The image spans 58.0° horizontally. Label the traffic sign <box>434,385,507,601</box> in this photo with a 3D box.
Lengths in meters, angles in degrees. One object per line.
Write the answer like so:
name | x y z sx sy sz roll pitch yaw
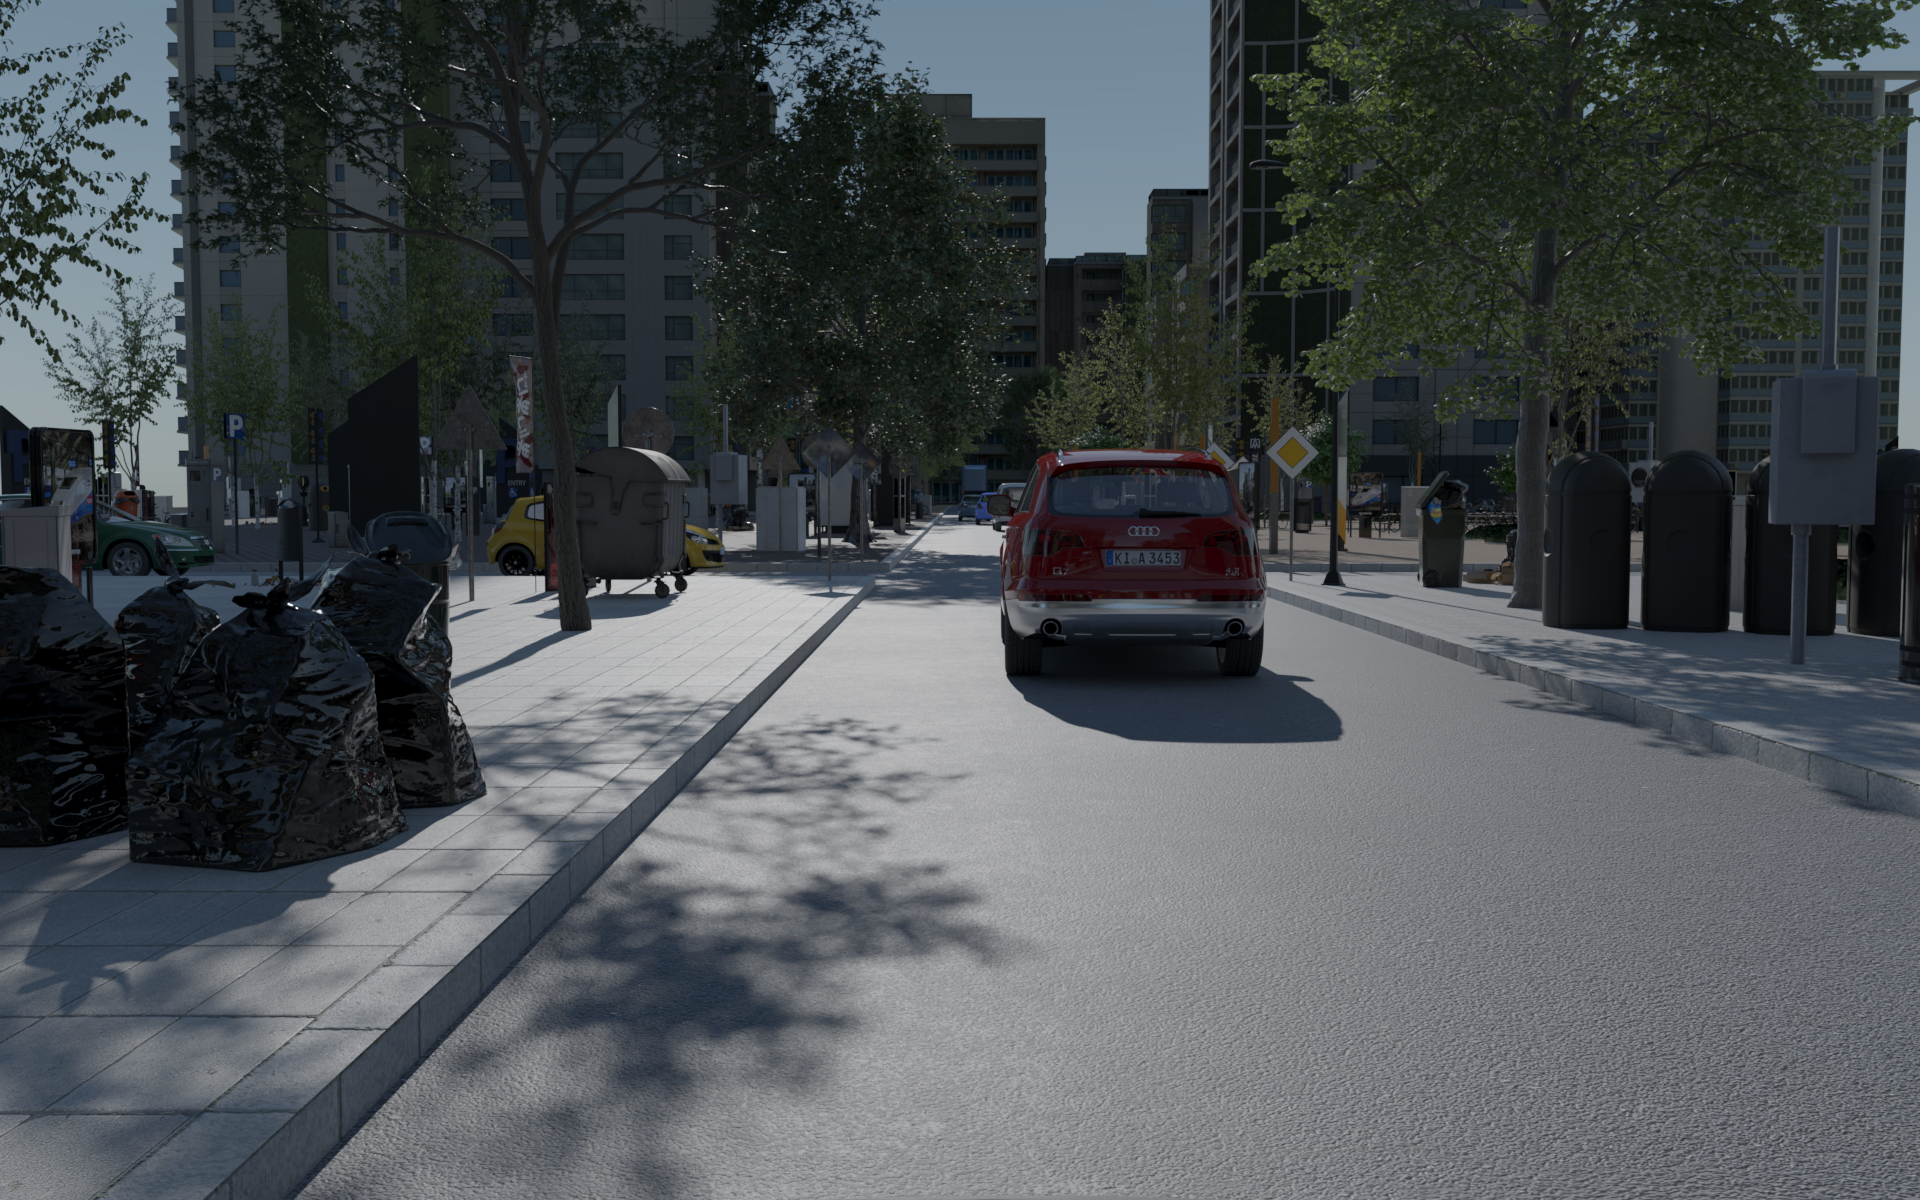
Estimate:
traffic sign | -5.870 -1.269 20.755 0.884 2.594 0.081 0 4 2

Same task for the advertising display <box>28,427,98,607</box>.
advertising display | -8.793 -0.722 17.018 0.123 1.923 0.974 0 4 2

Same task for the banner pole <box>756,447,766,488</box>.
banner pole | -9.353 -5.620 81.901 0.401 3.779 0.863 2 4 33

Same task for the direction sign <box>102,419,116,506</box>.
direction sign | -26.051 -3.734 53.056 0.379 3.537 0.876 0 4 -5

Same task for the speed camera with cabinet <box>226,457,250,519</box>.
speed camera with cabinet | -38.211 -5.952 91.658 0.660 3.252 2.038 -3 4 -39

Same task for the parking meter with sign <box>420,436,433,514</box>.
parking meter with sign | -16.548 -3.396 51.793 0.543 3.016 1.738 2 4 26

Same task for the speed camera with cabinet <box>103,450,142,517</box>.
speed camera with cabinet | -35.360 -4.811 72.996 0.660 3.252 2.038 0 4 7

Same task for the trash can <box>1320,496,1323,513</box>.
trash can | 21.708 -5.738 105.471 0.748 1.137 0.748 0 3 0

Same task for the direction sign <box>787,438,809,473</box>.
direction sign | -6.517 -4.753 69.708 0.876 3.537 0.379 0 4 -1

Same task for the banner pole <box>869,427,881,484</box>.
banner pole | -2.832 -3.960 54.758 0.863 3.779 0.401 -2 4 -35

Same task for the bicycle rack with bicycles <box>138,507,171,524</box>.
bicycle rack with bicycles | -23.990 -2.182 49.051 2.925 0.926 2.852 2 4 29

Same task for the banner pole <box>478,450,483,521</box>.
banner pole | -22.563 -5.595 81.492 0.401 3.779 0.863 -2 4 -30

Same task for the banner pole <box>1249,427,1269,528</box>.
banner pole | 11.250 -4.594 65.131 0.863 3.779 0.401 1 4 20

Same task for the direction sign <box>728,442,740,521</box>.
direction sign | -9.886 -5.128 75.846 0.379 3.537 0.876 -3 5 -40

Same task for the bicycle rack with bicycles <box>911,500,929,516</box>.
bicycle rack with bicycles | -3.304 -5.491 103.155 2.925 0.926 2.852 0 4 -2

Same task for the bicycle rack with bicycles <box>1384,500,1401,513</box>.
bicycle rack with bicycles | 26.254 -5.410 101.843 2.852 0.926 2.925 -1 4 -18

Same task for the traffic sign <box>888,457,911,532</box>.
traffic sign | -2.019 -3.531 57.834 0.768 2.556 0.104 1 4 9

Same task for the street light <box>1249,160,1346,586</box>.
street light | 4.723 -3.163 24.251 1.470 5.913 1.316 0 4 0

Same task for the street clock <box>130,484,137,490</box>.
street clock | -49.004 -6.005 102.750 0.358 2.002 0.471 -3 5 -42

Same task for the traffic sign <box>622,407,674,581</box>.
traffic sign | -4.568 -1.546 25.381 0.768 2.556 0.104 0 4 2

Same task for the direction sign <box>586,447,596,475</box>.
direction sign | -17.759 -5.585 83.307 0.379 3.537 0.876 -3 5 -41

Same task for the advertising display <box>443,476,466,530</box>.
advertising display | -18.131 -3.495 62.361 0.974 1.923 0.123 -3 5 -43

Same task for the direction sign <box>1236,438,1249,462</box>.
direction sign | 11.480 -4.736 69.431 0.876 3.537 0.379 1 4 18

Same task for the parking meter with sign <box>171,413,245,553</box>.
parking meter with sign | -16.459 -2.540 37.784 1.738 3.016 0.543 1 4 20

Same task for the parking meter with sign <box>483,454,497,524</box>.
parking meter with sign | -20.088 -4.802 74.767 0.543 3.016 1.738 -3 5 -41

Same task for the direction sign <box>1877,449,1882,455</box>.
direction sign | 45.998 -5.806 86.932 0.379 3.537 0.876 0 4 3

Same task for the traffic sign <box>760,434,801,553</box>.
traffic sign | -3.906 -2.304 37.670 0.884 2.594 0.081 0 4 3

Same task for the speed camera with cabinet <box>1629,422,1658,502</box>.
speed camera with cabinet | 18.494 -3.296 48.220 0.660 3.252 2.038 -2 4 -31

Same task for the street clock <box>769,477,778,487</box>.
street clock | -6.878 -3.622 63.783 0.358 2.002 0.471 -1 4 -20

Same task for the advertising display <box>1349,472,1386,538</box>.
advertising display | 11.932 -2.796 50.930 0.974 1.923 0.123 2 4 23

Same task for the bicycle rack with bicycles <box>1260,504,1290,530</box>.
bicycle rack with bicycles | 10.754 -3.026 62.854 2.852 0.926 2.925 3 5 43

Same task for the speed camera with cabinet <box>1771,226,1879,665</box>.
speed camera with cabinet | 7.171 -1.134 12.877 2.038 3.252 0.660 1 4 19

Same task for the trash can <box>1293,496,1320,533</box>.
trash can | 11.291 -2.781 57.118 0.748 1.137 0.748 0 3 0

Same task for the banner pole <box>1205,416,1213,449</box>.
banner pole | 7.876 -3.966 54.861 0.401 3.779 0.863 2 4 24

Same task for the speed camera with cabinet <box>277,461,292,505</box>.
speed camera with cabinet | -40.995 -6.769 105.006 0.660 3.252 2.038 -2 4 -30

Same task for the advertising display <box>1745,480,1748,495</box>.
advertising display | 36.807 -4.574 79.996 0.974 1.923 0.123 2 4 30

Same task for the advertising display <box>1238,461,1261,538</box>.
advertising display | 5.755 -1.792 34.514 0.123 1.923 0.974 -1 4 -11

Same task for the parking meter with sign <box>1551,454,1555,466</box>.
parking meter with sign | 25.591 -4.744 73.822 0.543 3.016 1.738 1 4 11

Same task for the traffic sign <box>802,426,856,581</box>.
traffic sign | -1.920 -1.337 25.500 0.795 2.450 0.064 0 4 0

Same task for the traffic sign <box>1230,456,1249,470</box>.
traffic sign | 8.580 -3.144 52.586 0.795 2.450 0.064 0 4 4

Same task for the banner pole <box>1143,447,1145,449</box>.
banner pole | 9.913 -6.214 91.620 0.863 3.779 0.401 -2 4 -31

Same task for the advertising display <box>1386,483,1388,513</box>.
advertising display | 24.168 -5.745 99.152 0.123 1.923 0.974 -1 4 -19

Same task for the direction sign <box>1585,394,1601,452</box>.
direction sign | 14.440 -2.910 39.582 0.379 3.537 0.876 0 4 1

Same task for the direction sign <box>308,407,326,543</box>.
direction sign | -16.992 -3.288 45.759 0.379 3.537 0.876 0 4 3

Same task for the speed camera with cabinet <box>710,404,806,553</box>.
speed camera with cabinet | -4.455 -2.686 38.259 2.038 3.252 0.660 1 4 14

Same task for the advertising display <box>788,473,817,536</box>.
advertising display | -4.781 -2.907 52.739 0.974 1.923 0.123 2 4 24

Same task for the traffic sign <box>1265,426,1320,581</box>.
traffic sign | 4.874 -1.335 25.464 0.795 2.450 0.064 0 4 0

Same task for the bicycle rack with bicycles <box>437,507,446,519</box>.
bicycle rack with bicycles | -27.910 -4.664 89.645 2.925 0.926 2.852 2 4 26

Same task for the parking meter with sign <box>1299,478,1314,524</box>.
parking meter with sign | 15.116 -4.847 75.508 0.543 3.016 1.738 0 4 -7

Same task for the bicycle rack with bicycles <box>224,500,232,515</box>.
bicycle rack with bicycles | -44.634 -5.551 104.134 2.925 0.926 2.852 -1 4 -14

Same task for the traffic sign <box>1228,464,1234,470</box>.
traffic sign | 8.905 -3.410 57.878 0.606 2.300 0.079 0 4 5

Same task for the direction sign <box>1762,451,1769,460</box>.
direction sign | 42.203 -6.007 90.207 0.876 3.537 0.379 1 4 19

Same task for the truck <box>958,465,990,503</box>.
truck | 1.226 -10.098 154.866 2.967 4.110 18.799 0 4 1

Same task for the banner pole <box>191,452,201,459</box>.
banner pole | -45.022 -6.856 102.113 0.401 3.779 0.863 2 4 27

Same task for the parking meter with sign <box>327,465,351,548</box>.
parking meter with sign | -14.442 -2.797 41.999 0.543 3.016 1.738 3 5 42

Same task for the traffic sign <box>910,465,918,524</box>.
traffic sign | -2.186 -4.588 75.127 0.768 2.556 0.104 0 4 5

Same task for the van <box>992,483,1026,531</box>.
van | 2.141 -3.721 67.848 2.013 2.044 4.112 0 4 -1

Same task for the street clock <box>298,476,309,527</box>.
street clock | -25.870 -3.898 68.306 0.471 2.002 0.358 3 5 41

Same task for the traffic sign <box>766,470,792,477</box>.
traffic sign | -5.714 -3.364 54.997 0.884 2.594 0.081 0 4 1
